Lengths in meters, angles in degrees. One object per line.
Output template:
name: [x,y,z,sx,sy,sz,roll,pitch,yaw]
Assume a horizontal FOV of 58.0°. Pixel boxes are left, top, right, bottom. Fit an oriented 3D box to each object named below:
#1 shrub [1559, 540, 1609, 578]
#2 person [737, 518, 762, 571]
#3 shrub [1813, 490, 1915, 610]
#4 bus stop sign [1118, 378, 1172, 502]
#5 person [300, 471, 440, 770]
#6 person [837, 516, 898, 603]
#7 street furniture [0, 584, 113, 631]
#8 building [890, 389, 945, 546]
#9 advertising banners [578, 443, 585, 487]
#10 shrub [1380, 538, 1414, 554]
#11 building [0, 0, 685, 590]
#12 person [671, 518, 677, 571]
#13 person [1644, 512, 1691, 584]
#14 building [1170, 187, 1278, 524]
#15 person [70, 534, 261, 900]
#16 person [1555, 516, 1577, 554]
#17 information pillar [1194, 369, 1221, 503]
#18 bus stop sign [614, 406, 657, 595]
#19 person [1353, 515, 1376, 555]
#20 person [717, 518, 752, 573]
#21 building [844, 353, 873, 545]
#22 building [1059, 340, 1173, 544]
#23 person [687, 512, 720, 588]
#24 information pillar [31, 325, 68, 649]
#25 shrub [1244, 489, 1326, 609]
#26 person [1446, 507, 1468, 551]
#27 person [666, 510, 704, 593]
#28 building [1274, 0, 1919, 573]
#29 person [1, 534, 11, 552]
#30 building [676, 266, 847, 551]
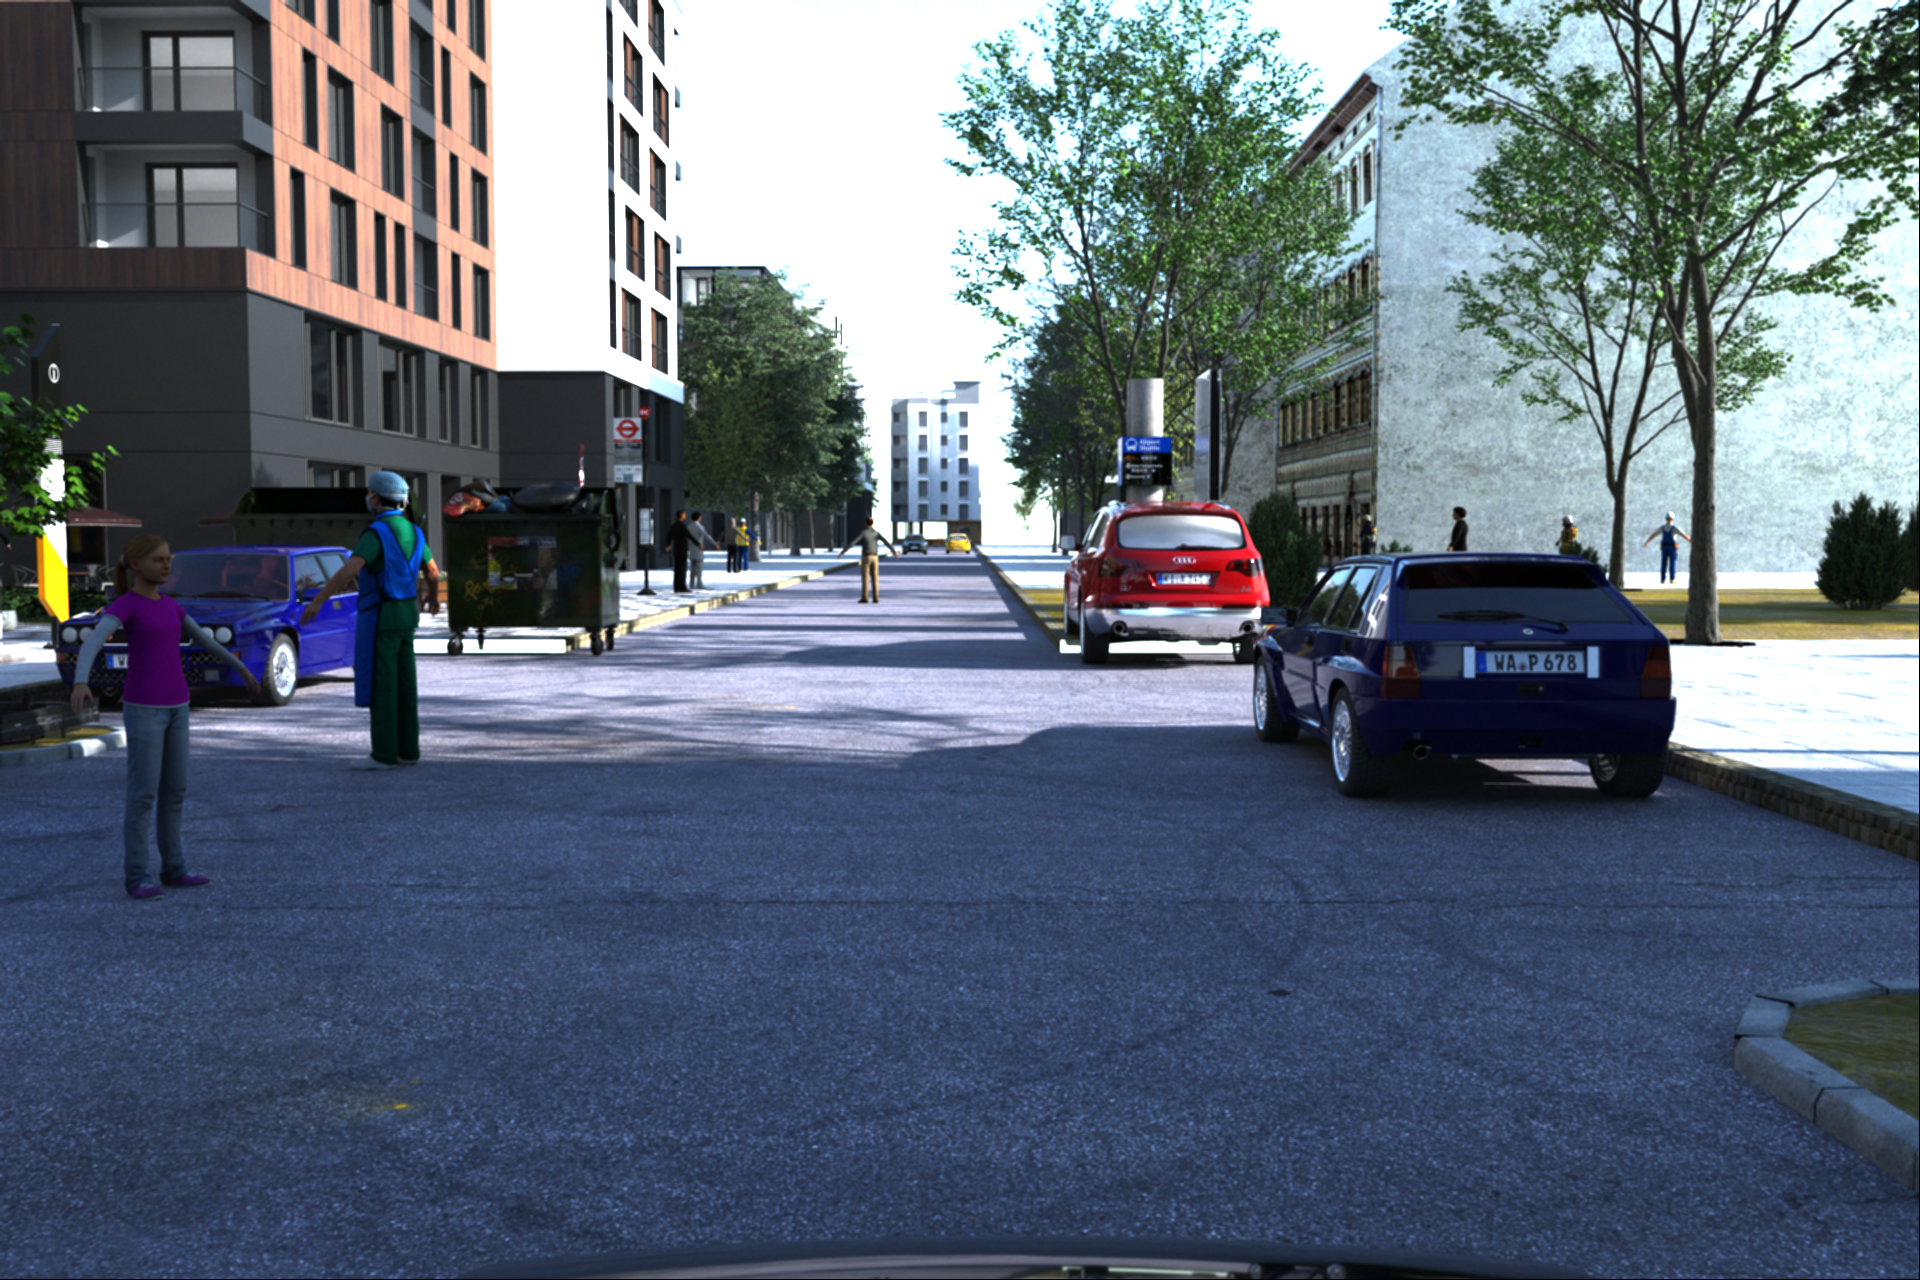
shrub: [9.930,-1.025,27.868,1.383,1.207,1.383,0,3,0]
person: [-7.458,-3.280,59.593,1.349,1.833,0.705,2,4,24]
shrub: [15.419,-1.536,29.527,1.690,2.028,1.600,0,3,0]
bus stop sign: [3.149,-2.482,29.590,0.837,3.901,0.837,0,3,0]
person: [-3.534,-0.125,10.633,0.704,1.817,1.347,1,4,16]
person: [-1.885,-1.666,35.973,1.348,1.796,0.705,-2,4,-24]
street furniture: [-14.528,-0.512,23.997,5.734,0.657,10.072,1,4,8]
building: [-8.439,-21.939,217.581,11.380,20.090,16.016,0,4,4]
advertising banners: [-7.281,-2.230,32.655,0.090,3.025,2.074,0,3,0]
shrub: [8.337,-1.344,33.094,1.383,1.207,1.383,0,3,0]
building: [-25.103,-12.738,52.235,27.936,21.610,32.646,0,4,1]
person: [-9.762,-3.293,59.779,0.705,1.837,1.347,-2,4,-32]
person: [18.442,-2.396,45.038,1.347,1.847,0.705,3,5,40]
building: [21.722,-15.999,92.507,19.493,23.208,18.063,0,3,0]
person: [-3.153,0.296,6.889,0.599,1.433,0.991,1,4,17]
person: [18.880,-2.945,53.914,0.705,1.858,1.354,0,3,0]
information pillar: [3.626,-2.087,25.443,0.184,3.620,1.656,0,4,1]
bus stop sign: [-6.806,-2.910,36.281,0.855,3.939,0.416,0,4,-1]
person: [12.091,-2.805,51.641,0.705,1.856,1.354,-1,4,-11]
person: [-7.476,-3.110,56.978,1.348,1.813,0.705,2,4,25]
building: [-24.598,-21.364,193.270,27.936,21.610,32.646,0,4,0]
building: [24.731,-21.203,190.649,27.936,21.610,32.646,0,4,0]
person: [-6.237,-2.137,41.125,1.347,1.806,0.705,3,4,38]
information pillar: [-10.105,-1.706,19.240,0.183,3.616,0.504,0,4,0]
shrub: [5.226,-1.482,28.651,1.690,2.028,1.600,0,3,0]
person: [9.623,-1.672,33.529,0.705,1.806,1.347,2,4,24]
person: [-6.047,-1.922,37.655,0.704,1.802,1.346,-3,5,-43]
building: [22.904,-14.350,65.552,19.493,23.208,18.063,0,3,0]
person: [-20.004,-1.763,35.552,0.721,1.740,1.216,1,4,20]
building: [-25.025,-18.628,148.535,27.936,21.610,32.646,0,4,1]
